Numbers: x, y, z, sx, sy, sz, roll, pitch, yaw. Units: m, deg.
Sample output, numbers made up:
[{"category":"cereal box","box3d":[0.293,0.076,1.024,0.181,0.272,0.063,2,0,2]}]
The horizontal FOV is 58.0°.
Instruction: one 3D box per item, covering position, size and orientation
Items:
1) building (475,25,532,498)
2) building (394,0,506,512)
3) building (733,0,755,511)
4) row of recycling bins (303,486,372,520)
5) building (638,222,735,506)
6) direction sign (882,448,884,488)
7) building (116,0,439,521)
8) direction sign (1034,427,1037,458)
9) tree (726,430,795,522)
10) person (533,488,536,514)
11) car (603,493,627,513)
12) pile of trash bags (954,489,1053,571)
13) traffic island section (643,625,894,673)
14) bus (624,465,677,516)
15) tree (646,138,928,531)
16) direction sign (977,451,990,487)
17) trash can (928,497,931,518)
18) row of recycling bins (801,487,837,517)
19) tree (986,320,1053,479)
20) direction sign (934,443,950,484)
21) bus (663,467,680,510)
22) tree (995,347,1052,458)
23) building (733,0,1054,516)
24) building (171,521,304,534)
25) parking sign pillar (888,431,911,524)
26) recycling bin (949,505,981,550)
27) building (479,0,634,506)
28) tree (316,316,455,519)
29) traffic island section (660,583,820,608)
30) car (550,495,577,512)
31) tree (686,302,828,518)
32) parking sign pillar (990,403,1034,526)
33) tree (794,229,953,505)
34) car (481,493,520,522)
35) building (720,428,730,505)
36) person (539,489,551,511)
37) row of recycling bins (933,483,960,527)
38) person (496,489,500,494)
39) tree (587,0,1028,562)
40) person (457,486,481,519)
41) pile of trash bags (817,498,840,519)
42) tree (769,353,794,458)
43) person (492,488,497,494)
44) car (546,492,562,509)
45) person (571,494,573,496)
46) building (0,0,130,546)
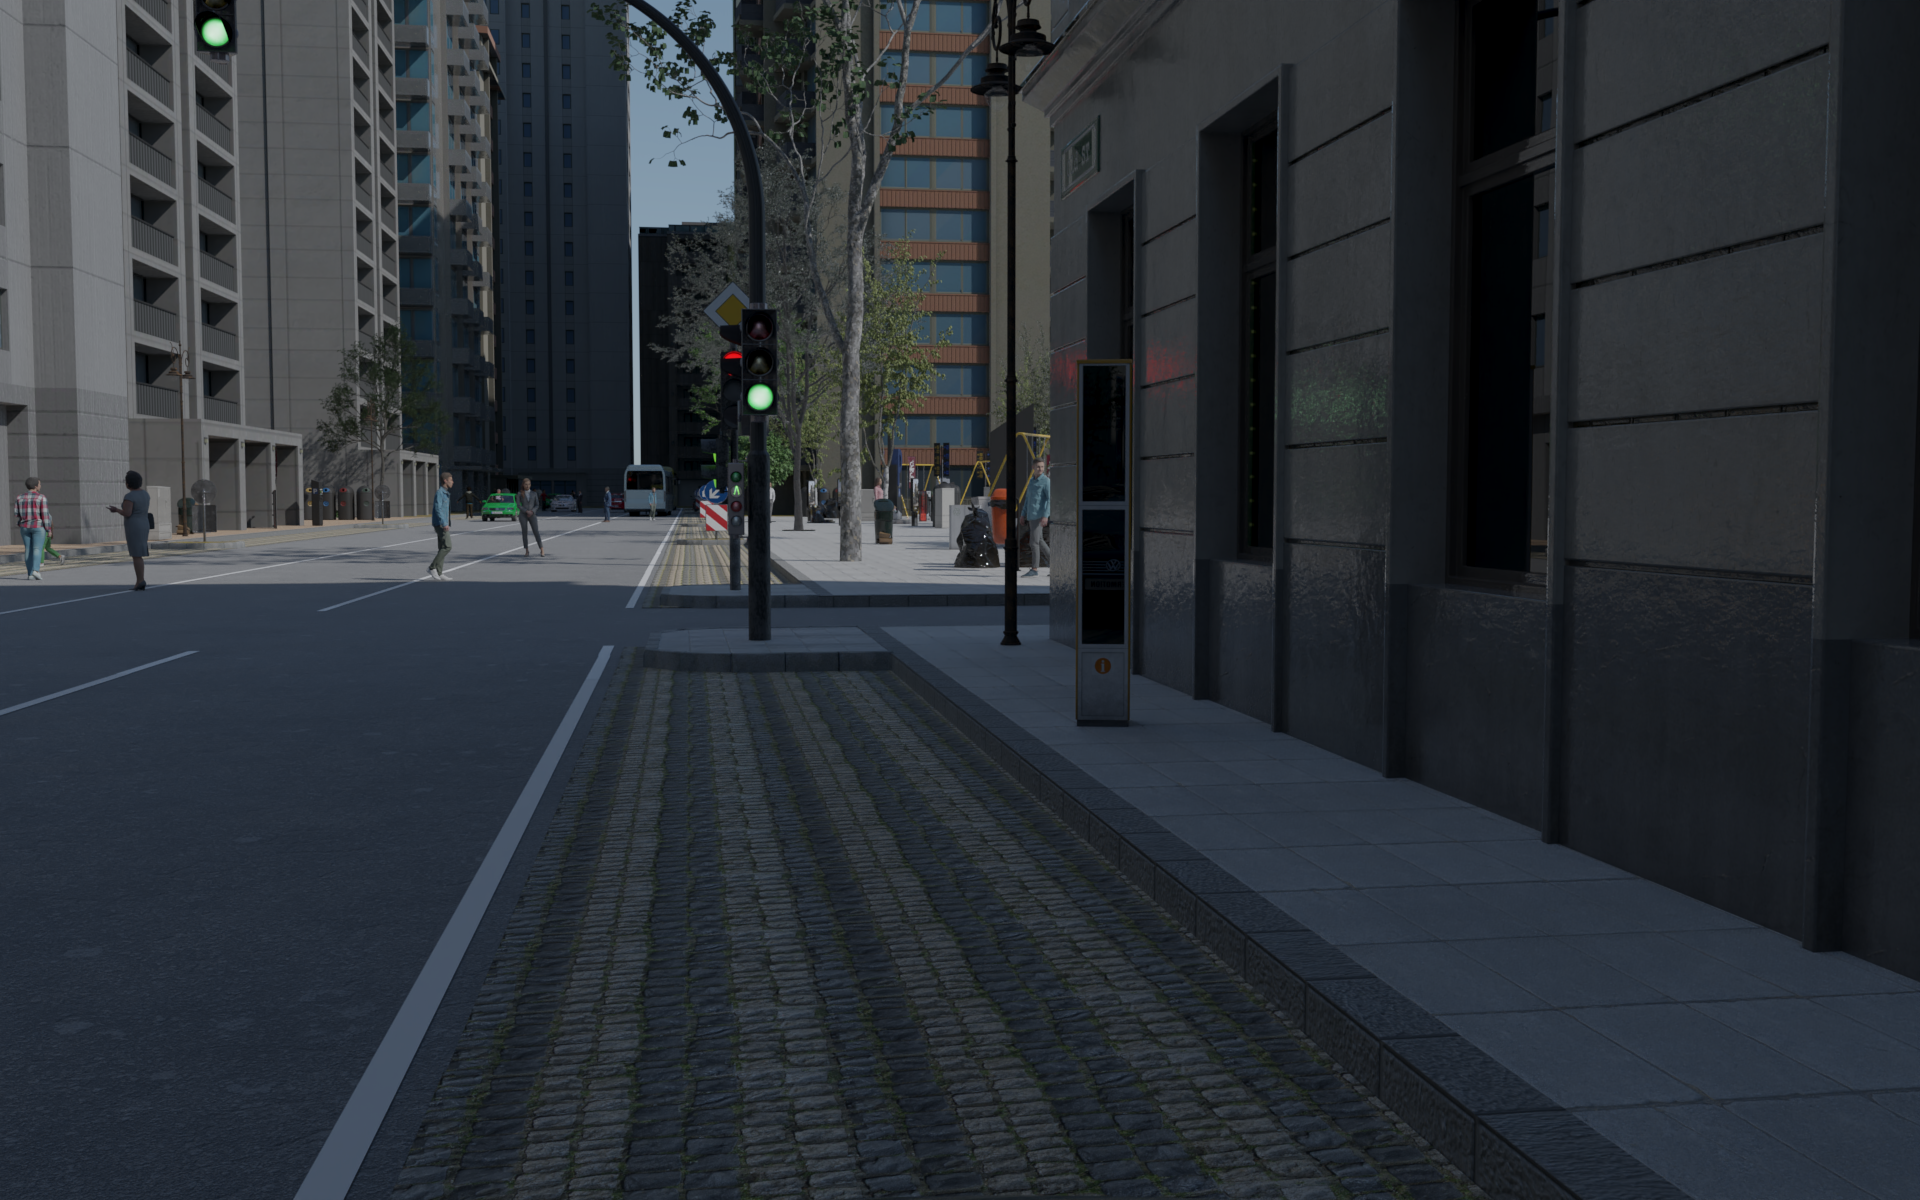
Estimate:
[{"category":"building","box3d":[-54.741,-30.701,156.593,28.867,44.769,22.147,-1,4,-9]},{"category":"building","box3d":[-47.093,-31.118,128.395,23.786,49.044,30.456,-1,4,-9]},{"category":"building","box3d":[-10.604,-27.634,135.405,14.154,41.232,14.086,-1,4,-9]},{"category":"row of recycling bins","box3d":[-30.754,-4.786,85.362,3.534,1.692,1.069,-1,4,-9]},{"category":"building","box3d":[-27.503,-25.393,186.871,14.107,30.474,14.160,-1,4,-9]},{"category":"direction sign","box3d":[-3.822,-5.761,86.193,0.379,3.537,0.876,0,4,3]},{"category":"building","box3d":[-42.512,-40.598,102.022,20.563,71.187,20.611,-1,4,-9]},{"category":"direction sign","box3d":[2.214,-4.079,58.686,0.876,3.537,0.379,2,4,33]},{"category":"tree","box3d":[-9.248,-5.878,79.823,4.285,4.588,4.351,0,3,0]},{"category":"person","box3d":[-28.649,-6.617,116.672,0.705,1.826,1.348,0,4,-5]},{"category":"car","box3d":[-26.769,-7.700,134.931,2.155,1.783,4.494,-1,4,-8]},{"category":"pile of trash bags","box3d":[0.791,-1.255,30.264,1.912,1.369,3.447,0,4,2]},{"category":"traffic island section","box3d":[-1.750,0.429,15.269,2.009,0.180,2.903,-1,4,-9]},{"category":"bus","box3d":[-20.605,-7.371,115.370,2.948,3.499,13.247,0,4,-7]},{"category":"tree","box3d":[-5.722,-9.140,59.806,12.009,13.543,11.850,0,3,0]},{"category":"direction sign","box3d":[1.310,-6.058,91.043,0.876,3.537,0.379,0,4,-2]},{"category":"trash can","box3d":[-1.397,-5.035,93.971,0.748,1.137,0.748,0,3,0]},{"category":"row of recycling bins","box3d":[-7.253,-5.511,97.222,3.534,1.692,1.069,0,4,-7]},{"category":"tree","box3d":[3.458,-7.464,72.406,4.360,8.622,3.978,0,3,0]},{"category":"direction sign","box3d":[-0.806,-5.170,76.526,0.876,3.537,0.379,3,5,39]},{"category":"bus","box3d":[-26.652,-9.988,154.846,2.896,3.916,12.252,0,4,-8]},{"category":"tree","box3d":[3.542,-8.399,87.692,4.737,8.622,4.395,0,3,0]},{"category":"building","box3d":[-3.576,-28.115,114.308,22.147,44.769,28.867,-1,4,-9]},{"category":"building","box3d":[-36.290,-38.202,62.851,20.563,71.187,20.611,-1,4,-9]},{"category":"parking sign pillar","box3d":[-2.816,-5.277,74.750,1.447,3.967,1.447,0,4,7]},{"category":"recycling bin","box3d":[0.126,-1.692,40.222,0.722,1.027,0.722,0,4,3]},{"category":"building","box3d":[-49.728,-39.425,186.603,28.212,58.520,21.231,-1,4,-9]},{"category":"tree","box3d":[-30.008,-9.540,90.399,7.601,10.594,8.767,-1,4,-15]},{"category":"traffic island section","box3d":[-2.982,-0.054,23.159,2.009,0.180,2.903,-1,4,-9]},{"category":"car","box3d":[-32.018,-7.807,140.004,2.083,1.381,4.827,-1,4,-9]},{"category":"tree","box3d":[-10.980,-10.280,93.835,9.928,11.665,9.643,0,3,0]},{"category":"parking sign pillar","box3d":[1.534,-3.843,51.308,1.447,3.967,1.447,0,4,2]},{"category":"tree","box3d":[-2.138,-6.020,48.782,4.737,8.622,4.395,0,3,0]},{"category":"car","box3d":[-24.181,-5.067,91.642,1.959,1.807,4.718,0,4,-7]},{"category":"building","box3d":[-10.609,-51.673,157.522,22.319,86.520,31.000,-1,4,-9]},{"category":"person","box3d":[-34.563,-8.291,144.001,0.705,1.831,1.348,2,4,28]},{"category":"row of recycling bins","box3d":[-0.501,-3.731,68.115,1.069,1.692,3.534,0,4,4]},{"category":"person","box3d":[-27.366,-5.700,102.631,0.756,1.711,0.436,-2,4,-35]},{"category":"tree","box3d":[-1.239,-10.874,33.671,12.611,20.169,13.585,0,3,0]},{"category":"person","box3d":[-28.091,-5.563,99.092,1.348,1.869,0.705,-1,4,-21]},{"category":"pile of trash bags","box3d":[-6.255,-5.021,91.847,1.912,1.369,3.447,3,5,43]},{"category":"tree","box3d":[-7.369,-8.288,85.872,4.737,8.622,4.395,0,3,0]},{"category":"person","box3d":[-39.499,-8.605,147.260,1.217,1.766,0.721,0,4,6]},{"category":"car","box3d":[-39.432,-9.766,168.466,1.959,1.807,4.718,-1,4,-9]},{"category":"person","box3d":[-34.296,-8.665,153.389,0.599,1.433,0.991,0,4,5]},{"category":"building","box3d":[-31.237,-29.904,30.925,21.231,58.520,28.212,-1,4,-9]}]
